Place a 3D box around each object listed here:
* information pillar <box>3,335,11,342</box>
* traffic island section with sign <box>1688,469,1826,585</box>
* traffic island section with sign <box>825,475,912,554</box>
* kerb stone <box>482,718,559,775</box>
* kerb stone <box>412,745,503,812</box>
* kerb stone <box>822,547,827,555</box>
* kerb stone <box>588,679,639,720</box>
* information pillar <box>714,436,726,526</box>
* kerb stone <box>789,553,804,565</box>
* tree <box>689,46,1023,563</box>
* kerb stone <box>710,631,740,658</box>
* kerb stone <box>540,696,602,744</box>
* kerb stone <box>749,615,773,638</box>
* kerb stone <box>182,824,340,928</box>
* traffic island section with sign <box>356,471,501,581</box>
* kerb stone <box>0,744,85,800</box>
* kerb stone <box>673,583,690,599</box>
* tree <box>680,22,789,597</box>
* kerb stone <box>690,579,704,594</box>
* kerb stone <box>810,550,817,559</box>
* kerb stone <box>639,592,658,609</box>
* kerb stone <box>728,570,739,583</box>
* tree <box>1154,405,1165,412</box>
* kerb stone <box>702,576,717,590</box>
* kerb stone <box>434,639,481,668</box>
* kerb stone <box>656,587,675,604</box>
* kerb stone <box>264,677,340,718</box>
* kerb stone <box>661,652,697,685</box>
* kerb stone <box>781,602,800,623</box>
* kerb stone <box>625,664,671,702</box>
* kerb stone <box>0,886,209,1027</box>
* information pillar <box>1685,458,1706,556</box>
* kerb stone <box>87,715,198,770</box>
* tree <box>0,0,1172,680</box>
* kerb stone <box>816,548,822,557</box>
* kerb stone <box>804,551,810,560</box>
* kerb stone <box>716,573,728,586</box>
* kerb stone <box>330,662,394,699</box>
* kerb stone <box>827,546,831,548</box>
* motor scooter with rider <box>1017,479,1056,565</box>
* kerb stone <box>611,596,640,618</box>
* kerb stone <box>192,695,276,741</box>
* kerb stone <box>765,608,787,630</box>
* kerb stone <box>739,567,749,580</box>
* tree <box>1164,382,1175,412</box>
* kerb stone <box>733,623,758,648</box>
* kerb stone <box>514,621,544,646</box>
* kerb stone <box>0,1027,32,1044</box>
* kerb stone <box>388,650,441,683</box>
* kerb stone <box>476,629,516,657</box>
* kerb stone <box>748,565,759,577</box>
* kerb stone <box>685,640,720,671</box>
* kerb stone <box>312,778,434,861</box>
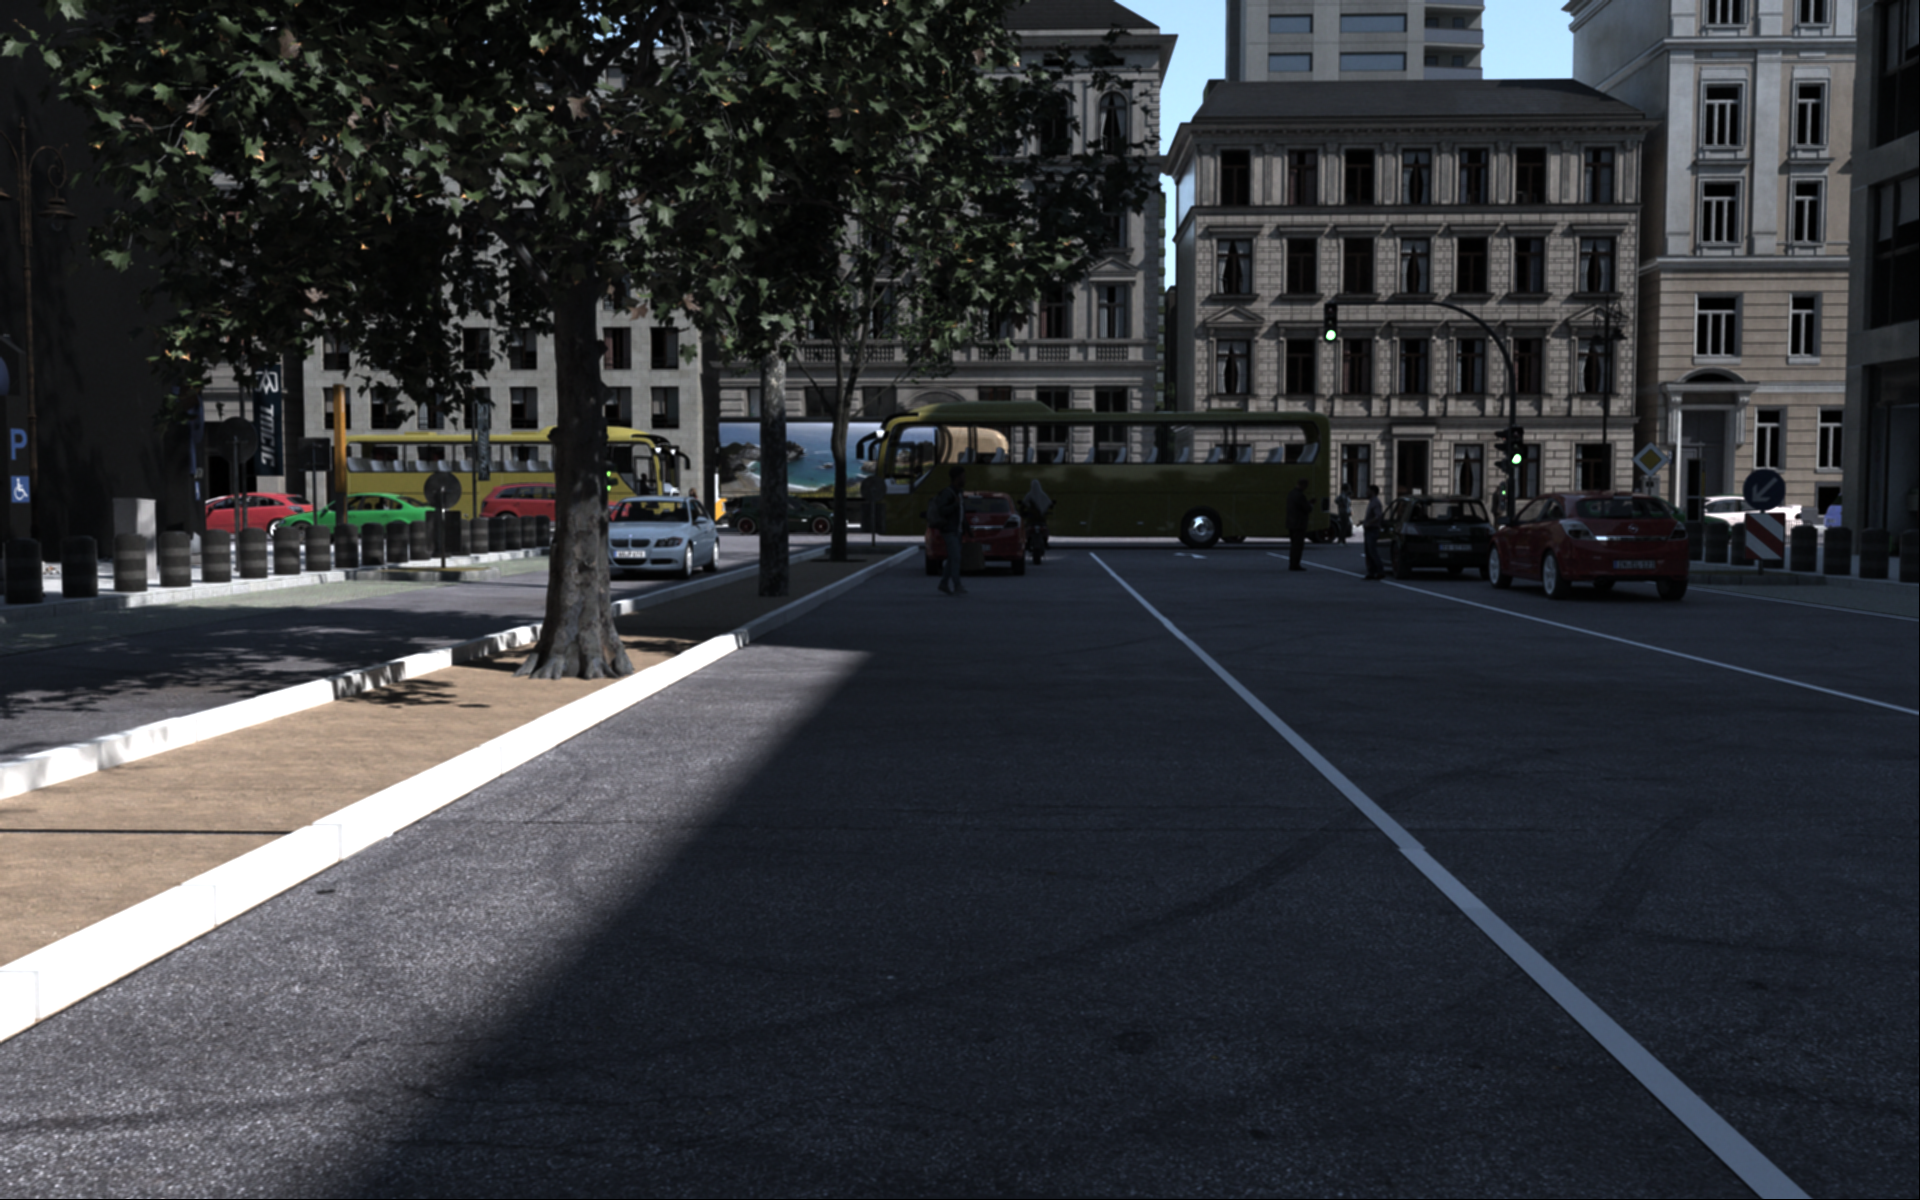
[{"bbox_3d":[-13.923,-2.086,25.464,0.183,3.616,0.504,-3,4,-38],"label":"information pillar"},{"bbox_3d":[12.532,-1.181,27.938,1.989,1.847,2.006,0,4,2],"label":"traffic island section with sign"},{"bbox_3d":[-2.153,-2.062,41.845,2.006,1.907,1.989,0,4,2],"label":"traffic island section with sign"},{"bbox_3d":[-2.369,0.788,9.316,0.120,0.150,1.000,0,4,2],"label":"kerb stone"},{"bbox_3d":[-2.411,0.854,8.279,0.120,0.150,1.000,0,4,2],"label":"kerb stone"},{"bbox_3d":[-3.273,-1.106,40.273,0.120,0.150,1.000,0,4,2],"label":"kerb stone"},{"bbox_3d":[-2.295,0.662,11.368,0.120,0.150,1.000,0,4,2],"label":"kerb stone"},{"bbox_3d":[-9.774,-4.844,70.549,0.504,3.616,0.183,-2,4,-26],"label":"information pillar"},{"bbox_3d":[-3.435,-0.850,36.174,0.120,0.150,1.000,0,4,2],"label":"kerb stone"},{"bbox_3d":[-2.455,-6.597,36.074,9.928,11.665,9.643,0,3,0],"label":"tree"},{"bbox_3d":[-2.133,0.411,15.480,0.120,0.150,1.000,0,4,2],"label":"kerb stone"},{"bbox_3d":[-2.336,0.725,10.343,0.120,0.150,1.000,0,4,2],"label":"kerb stone"},{"bbox_3d":[-2.053,0.290,17.545,0.120,0.150,1.000,0,4,2],"label":"kerb stone"},{"bbox_3d":[-2.493,0.982,6.219,0.120,0.150,1.000,0,4,2],"label":"kerb stone"},{"bbox_3d":[-8.892,-1.264,29.298,1.989,1.847,2.006,0,4,2],"label":"traffic island section with sign"},{"bbox_3d":[-4.514,0.843,8.408,0.120,0.150,1.000,0,4,2],"label":"kerb stone"},{"bbox_3d":[-3.907,-0.099,23.842,0.120,0.150,1.000,0,4,2],"label":"kerb stone"},{"bbox_3d":[-3.781,-10.163,24.508,12.611,20.169,13.585,0,3,0],"label":"tree"},{"bbox_3d":[-3.871,-0.163,24.867,0.120,0.150,1.000,0,4,2],"label":"kerb stone"},{"bbox_3d":[-3.343,-0.978,38.222,0.120,0.150,1.000,0,4,2],"label":"kerb stone"},{"bbox_3d":[-3.991,0.033,21.783,0.120,0.150,1.000,0,4,2],"label":"kerb stone"},{"bbox_3d":[-3.746,-0.351,27.940,0.120,0.150,1.000,0,4,2],"label":"kerb stone"},{"bbox_3d":[21.501,-16.994,199.902,6.751,12.117,7.091,0,3,0],"label":"tree"},{"bbox_3d":[-3.827,-0.226,25.891,0.120,0.150,1.000,0,4,2],"label":"kerb stone"},{"bbox_3d":[-4.272,0.466,14.575,0.120,0.150,1.000,0,4,2],"label":"kerb stone"},{"bbox_3d":[-3.949,-0.036,22.815,0.120,0.150,1.000,0,4,2],"label":"kerb stone"},{"bbox_3d":[-4.392,0.658,11.491,0.120,0.150,1.000,0,4,2],"label":"kerb stone"},{"bbox_3d":[-2.212,0.544,13.426,0.120,0.150,1.000,0,4,2],"label":"kerb stone"},{"bbox_3d":[-1.965,0.159,19.598,0.120,0.150,1.000,0,4,2],"label":"kerb stone"},{"bbox_3d":[-2.253,0.600,12.392,0.120,0.150,1.000,0,4,2],"label":"kerb stone"},{"bbox_3d":[-2.533,1.046,5.195,0.120,0.150,1.000,0,4,2],"label":"kerb stone"},{"bbox_3d":[15.226,-1.919,35.861,0.304,2.012,0.304,3,4,39],"label":"information pillar"},{"bbox_3d":[-4.466,0.780,9.438,0.120,0.150,1.000,0,4,2],"label":"kerb stone"},{"bbox_3d":[-3.013,-5.752,13.508,9.611,12.733,9.660,0,3,0],"label":"tree"},{"bbox_3d":[-3.307,-1.043,39.248,0.120,0.150,1.000,0,4,2],"label":"kerb stone"},{"bbox_3d":[-3.390,-0.913,37.198,0.120,0.150,1.000,0,4,2],"label":"kerb stone"},{"bbox_3d":[-3.791,-0.289,26.916,0.120,0.150,1.000,0,4,2],"label":"kerb stone"},{"bbox_3d":[-4.352,0.592,12.515,0.120,0.150,1.000,0,4,2],"label":"kerb stone"},{"bbox_3d":[-3.230,-1.166,41.312,0.120,0.150,1.000,0,4,2],"label":"kerb stone"},{"bbox_3d":[1.614,-1.635,35.705,0.876,1.779,1.986,0,4,2],"label":"motor scooter with rider"},{"bbox_3d":[-4.033,0.088,20.749,0.120,0.150,1.000,0,4,2],"label":"kerb stone"},{"bbox_3d":[-4.427,0.726,10.466,0.120,0.150,1.000,0,4,2],"label":"kerb stone"},{"bbox_3d":[-2.011,0.222,18.570,0.120,0.150,1.000,0,4,2],"label":"kerb stone"},{"bbox_3d":[-3.710,-0.413,28.965,0.120,0.150,1.000,0,4,2],"label":"kerb stone"},{"bbox_3d":[19.655,-12.808,135.169,9.928,11.665,9.643,0,3,0],"label":"tree"},{"bbox_3d":[-2.089,0.357,16.505,0.120,0.150,1.000,0,4,2],"label":"kerb stone"},{"bbox_3d":[-4.183,0.340,16.637,0.120,0.150,1.000,0,4,2],"label":"kerb stone"},{"bbox_3d":[-2.572,1.109,4.166,0.120,0.150,1.000,0,4,2],"label":"kerb stone"},{"bbox_3d":[-4.309,0.529,13.540,0.120,0.150,1.000,0,4,2],"label":"kerb stone"},{"bbox_3d":[-4.231,0.403,15.608,0.120,0.150,1.000,0,4,2],"label":"kerb stone"},{"bbox_3d":[-3.671,-0.477,29.994,0.120,0.150,1.000,0,4,2],"label":"kerb stone"},{"bbox_3d":[-2.171,0.474,14.450,0.120,0.150,1.000,0,4,2],"label":"kerb stone"},{"bbox_3d":[-2.447,0.914,7.254,0.120,0.150,1.000,0,4,2],"label":"kerb stone"}]
